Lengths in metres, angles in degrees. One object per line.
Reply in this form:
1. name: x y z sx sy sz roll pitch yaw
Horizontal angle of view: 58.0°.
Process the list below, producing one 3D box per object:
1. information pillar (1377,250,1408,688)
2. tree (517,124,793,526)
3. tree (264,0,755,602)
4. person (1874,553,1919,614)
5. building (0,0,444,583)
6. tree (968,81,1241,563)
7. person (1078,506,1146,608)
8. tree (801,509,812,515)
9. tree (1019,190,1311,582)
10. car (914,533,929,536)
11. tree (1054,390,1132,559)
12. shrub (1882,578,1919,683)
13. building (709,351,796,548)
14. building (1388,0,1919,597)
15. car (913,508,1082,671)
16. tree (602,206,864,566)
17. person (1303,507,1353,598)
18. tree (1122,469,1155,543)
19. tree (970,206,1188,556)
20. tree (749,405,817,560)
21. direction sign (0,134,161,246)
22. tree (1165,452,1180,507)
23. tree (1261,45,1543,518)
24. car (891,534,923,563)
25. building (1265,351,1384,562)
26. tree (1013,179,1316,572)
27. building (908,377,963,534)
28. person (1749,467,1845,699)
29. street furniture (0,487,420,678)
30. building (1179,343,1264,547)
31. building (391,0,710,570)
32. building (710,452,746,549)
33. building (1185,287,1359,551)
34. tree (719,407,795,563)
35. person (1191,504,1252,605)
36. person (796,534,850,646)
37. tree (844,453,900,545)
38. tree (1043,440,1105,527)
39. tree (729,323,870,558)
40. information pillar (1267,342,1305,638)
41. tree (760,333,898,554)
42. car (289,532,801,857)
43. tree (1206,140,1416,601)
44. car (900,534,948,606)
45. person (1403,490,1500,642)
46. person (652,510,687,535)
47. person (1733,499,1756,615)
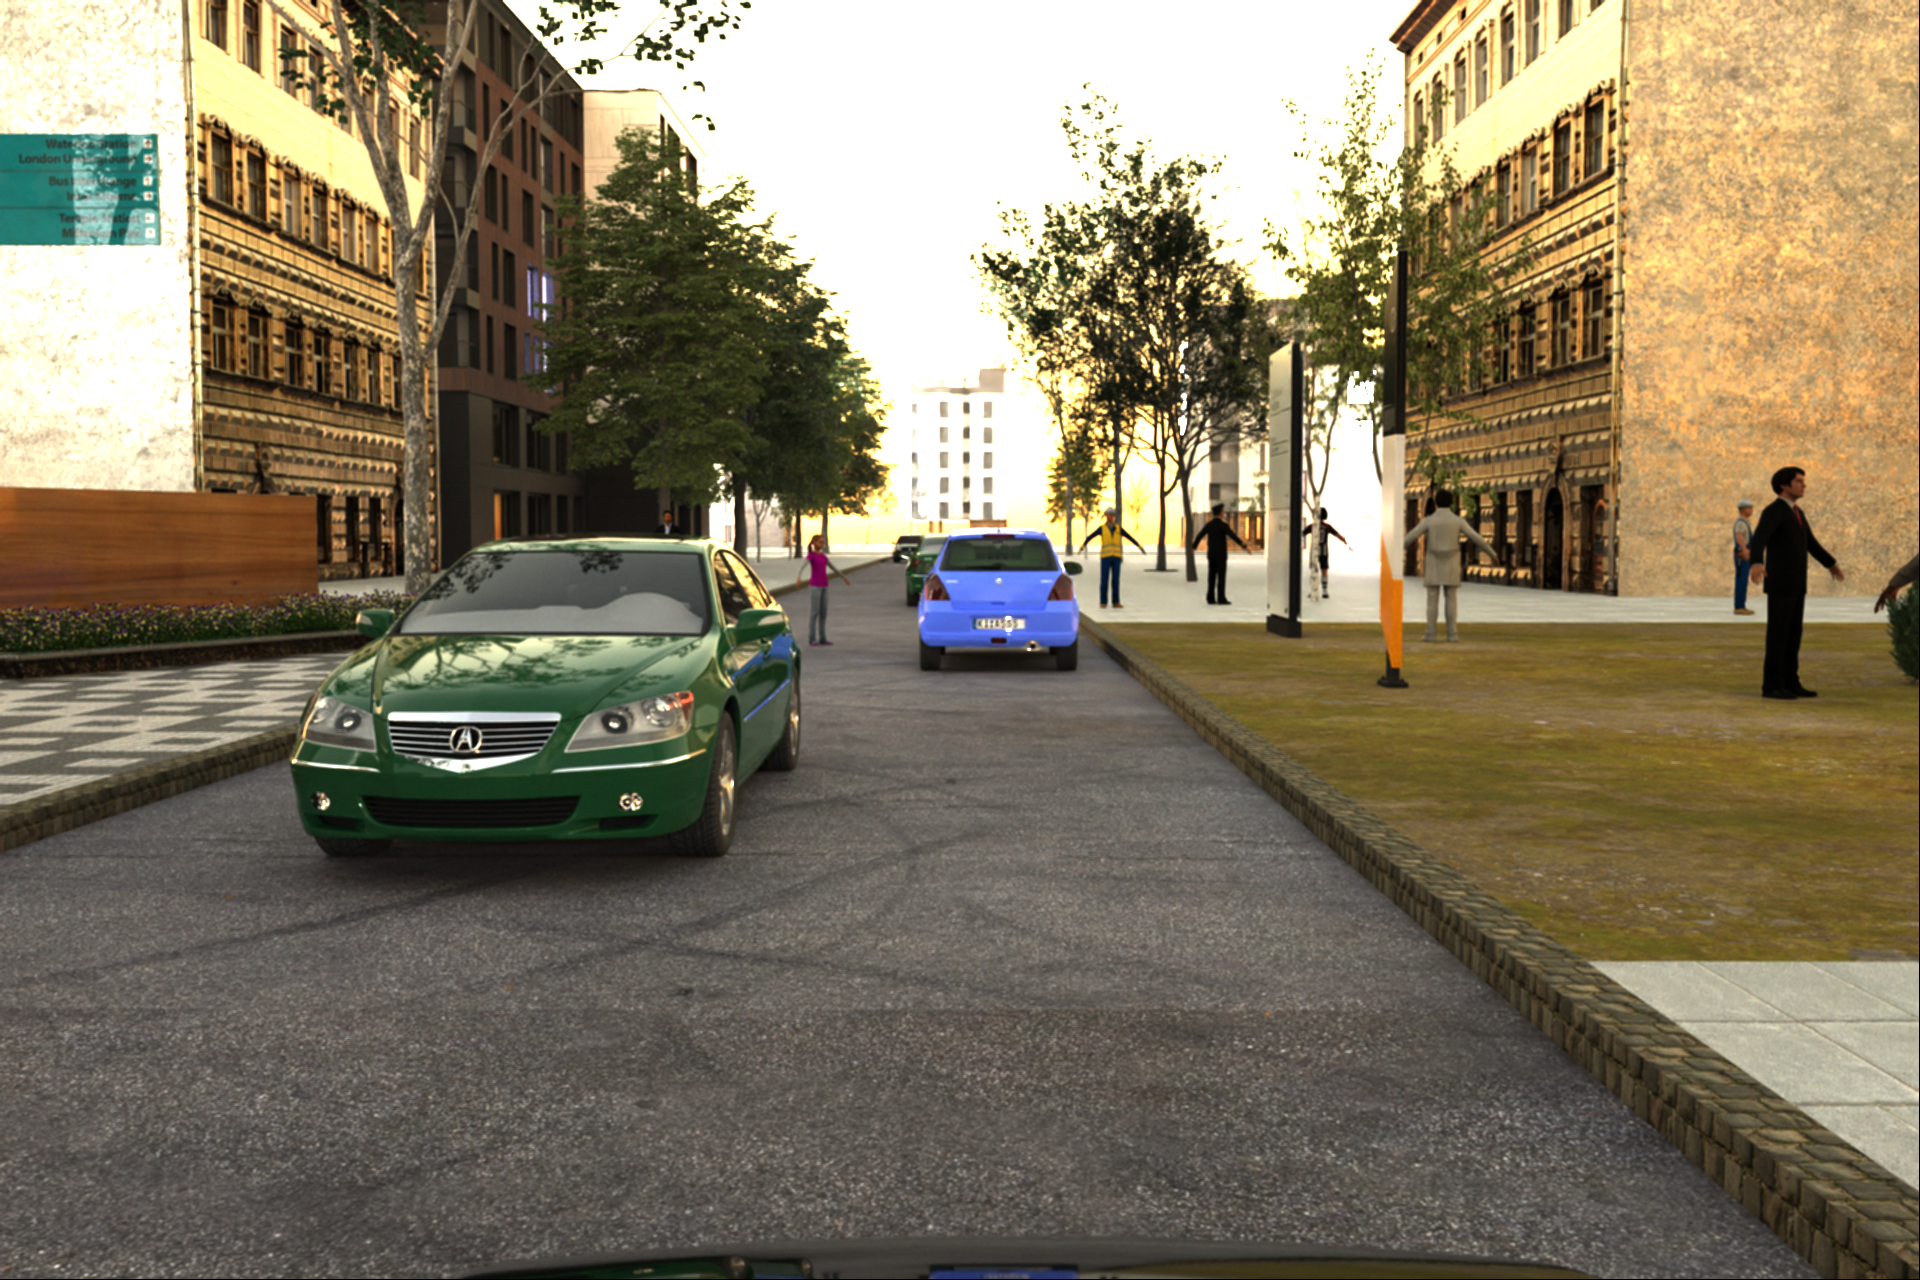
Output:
1. information pillar: 3.652 -1.421 14.587 0.183 3.616 0.504 0 4 1
2. tree: -8.571 -8.017 49.199 7.486 12.596 7.792 0 3 0
3. tree: -8.213 -10.370 25.447 12.611 20.169 13.585 0 3 0
4. person: 5.016 -0.117 8.050 1.348 1.813 0.705 2 4 25
5. building: -26.171 -13.201 46.768 19.493 23.208 18.063 0 4 0
6. tree: 5.760 -13.436 75.570 12.611 20.169 13.585 0 3 0
7. person: 2.636 -1.447 30.126 1.216 1.772 0.721 -1 4 -11
8. tree: -20.103 -16.325 201.333 7.601 10.594 8.767 0 4 -2
9. tree: 6.110 -6.879 46.889 8.767 10.594 7.601 -2 4 -34
10. car: -2.225 -5.515 99.208 2.155 1.783 4.494 0 4 0
11. tree: 6.552 -8.445 88.432 4.737 8.622 4.395 0 3 0
12. shrub: 8.369 -0.216 14.656 1.383 1.207 1.383 0 3 0
13. building: -26.000 -20.929 173.116 19.493 23.208 18.063 0 4 0
14. building: 22.684 -13.019 43.784 19.493 23.208 18.063 0 4 0
15. car: 0.425 -0.605 19.488 1.945 1.707 3.694 0 4 1
16. tree: -8.604 -9.779 66.541 9.857 13.997 8.962 0 3 0
17. person: 7.211 -1.751 34.769 1.345 1.843 0.704 1 4 9
18. tree: 20.418 -15.023 195.994 4.360 8.622 3.978 0 3 0
19. tree: 7.143 -14.975 100.724 12.611 20.169 13.585 0 3 0
20. tree: -8.677 -8.300 86.064 4.737 8.622 4.395 0 3 0
21. direction sign: -6.034 -1.357 10.946 2.525 3.948 1.411 0 4 0
22. tree: 27.442 -16.866 201.516 9.928 11.665 9.643 0 3 0
23. tree: 6.598 -4.653 26.442 4.737 8.622 4.395 0 3 0
24. car: -2.483 -4.789 88.088 2.009 1.686 4.222 0 4 0
25. building: 20.739 -8.407 79.596 9.099 9.664 28.070 0 4 1
26. tree: 7.088 -9.113 59.359 12.009 13.543 11.850 0 3 0
27. building: -5.718 -20.942 201.276 11.380 20.090 16.016 0 4 1
28. person: 6.504 -0.452 13.574 1.347 1.806 0.705 -3 4 -38
29. street furniture: -8.910 -0.759 19.268 9.812 1.723 11.010 1 4 22
30. building: 26.743 -19.178 169.977 16.016 20.090 11.380 0 3 0
31. building: -27.818 -14.315 78.027 27.936 21.610 32.646 0 4 1
32. building: -22.948 -12.720 150.115 9.099 9.664 28.070 0 4 1
33. building: 23.425 -17.337 139.873 16.016 20.090 11.380 0 4 0
34. tree: -8.867 -7.731 76.763 4.360 8.622 3.978 0 3 0
35. person: 4.717 -1.570 31.604 0.705 1.837 1.347 -3 5 -44
36. person: -1.770 -0.642 22.213 0.599 1.433 0.991 3 4 38
37. tree: -10.389 -16.230 199.777 7.601 10.594 8.767 0 4 -1
38. tree: 13.296 -17.361 201.972 7.486 12.596 7.792 0 3 0
39. tree: -8.717 -10.656 92.355 7.486 12.596 7.792 0 3 0
40. information pillar: 4.142 -1.881 22.075 0.184 3.620 1.656 0 4 1
41. tree: -8.633 -12.463 110.417 9.857 13.997 8.962 0 3 0
42. car: -1.919 0.159 9.205 2.131 1.459 4.920 0 4 1
43. tree: 6.775 -5.038 32.736 4.360 8.622 3.978 0 3 0
44. car: -0.184 -1.474 35.903 2.131 1.459 4.920 0 4 -1
45. person: 5.736 -0.882 20.613 1.347 1.806 0.705 1 4 9
46. person: -5.648 -1.636 33.462 1.216 1.740 0.721 0 4 0
47. person: 12.512 -1.330 27.605 0.705 1.847 1.347 2 4 28
